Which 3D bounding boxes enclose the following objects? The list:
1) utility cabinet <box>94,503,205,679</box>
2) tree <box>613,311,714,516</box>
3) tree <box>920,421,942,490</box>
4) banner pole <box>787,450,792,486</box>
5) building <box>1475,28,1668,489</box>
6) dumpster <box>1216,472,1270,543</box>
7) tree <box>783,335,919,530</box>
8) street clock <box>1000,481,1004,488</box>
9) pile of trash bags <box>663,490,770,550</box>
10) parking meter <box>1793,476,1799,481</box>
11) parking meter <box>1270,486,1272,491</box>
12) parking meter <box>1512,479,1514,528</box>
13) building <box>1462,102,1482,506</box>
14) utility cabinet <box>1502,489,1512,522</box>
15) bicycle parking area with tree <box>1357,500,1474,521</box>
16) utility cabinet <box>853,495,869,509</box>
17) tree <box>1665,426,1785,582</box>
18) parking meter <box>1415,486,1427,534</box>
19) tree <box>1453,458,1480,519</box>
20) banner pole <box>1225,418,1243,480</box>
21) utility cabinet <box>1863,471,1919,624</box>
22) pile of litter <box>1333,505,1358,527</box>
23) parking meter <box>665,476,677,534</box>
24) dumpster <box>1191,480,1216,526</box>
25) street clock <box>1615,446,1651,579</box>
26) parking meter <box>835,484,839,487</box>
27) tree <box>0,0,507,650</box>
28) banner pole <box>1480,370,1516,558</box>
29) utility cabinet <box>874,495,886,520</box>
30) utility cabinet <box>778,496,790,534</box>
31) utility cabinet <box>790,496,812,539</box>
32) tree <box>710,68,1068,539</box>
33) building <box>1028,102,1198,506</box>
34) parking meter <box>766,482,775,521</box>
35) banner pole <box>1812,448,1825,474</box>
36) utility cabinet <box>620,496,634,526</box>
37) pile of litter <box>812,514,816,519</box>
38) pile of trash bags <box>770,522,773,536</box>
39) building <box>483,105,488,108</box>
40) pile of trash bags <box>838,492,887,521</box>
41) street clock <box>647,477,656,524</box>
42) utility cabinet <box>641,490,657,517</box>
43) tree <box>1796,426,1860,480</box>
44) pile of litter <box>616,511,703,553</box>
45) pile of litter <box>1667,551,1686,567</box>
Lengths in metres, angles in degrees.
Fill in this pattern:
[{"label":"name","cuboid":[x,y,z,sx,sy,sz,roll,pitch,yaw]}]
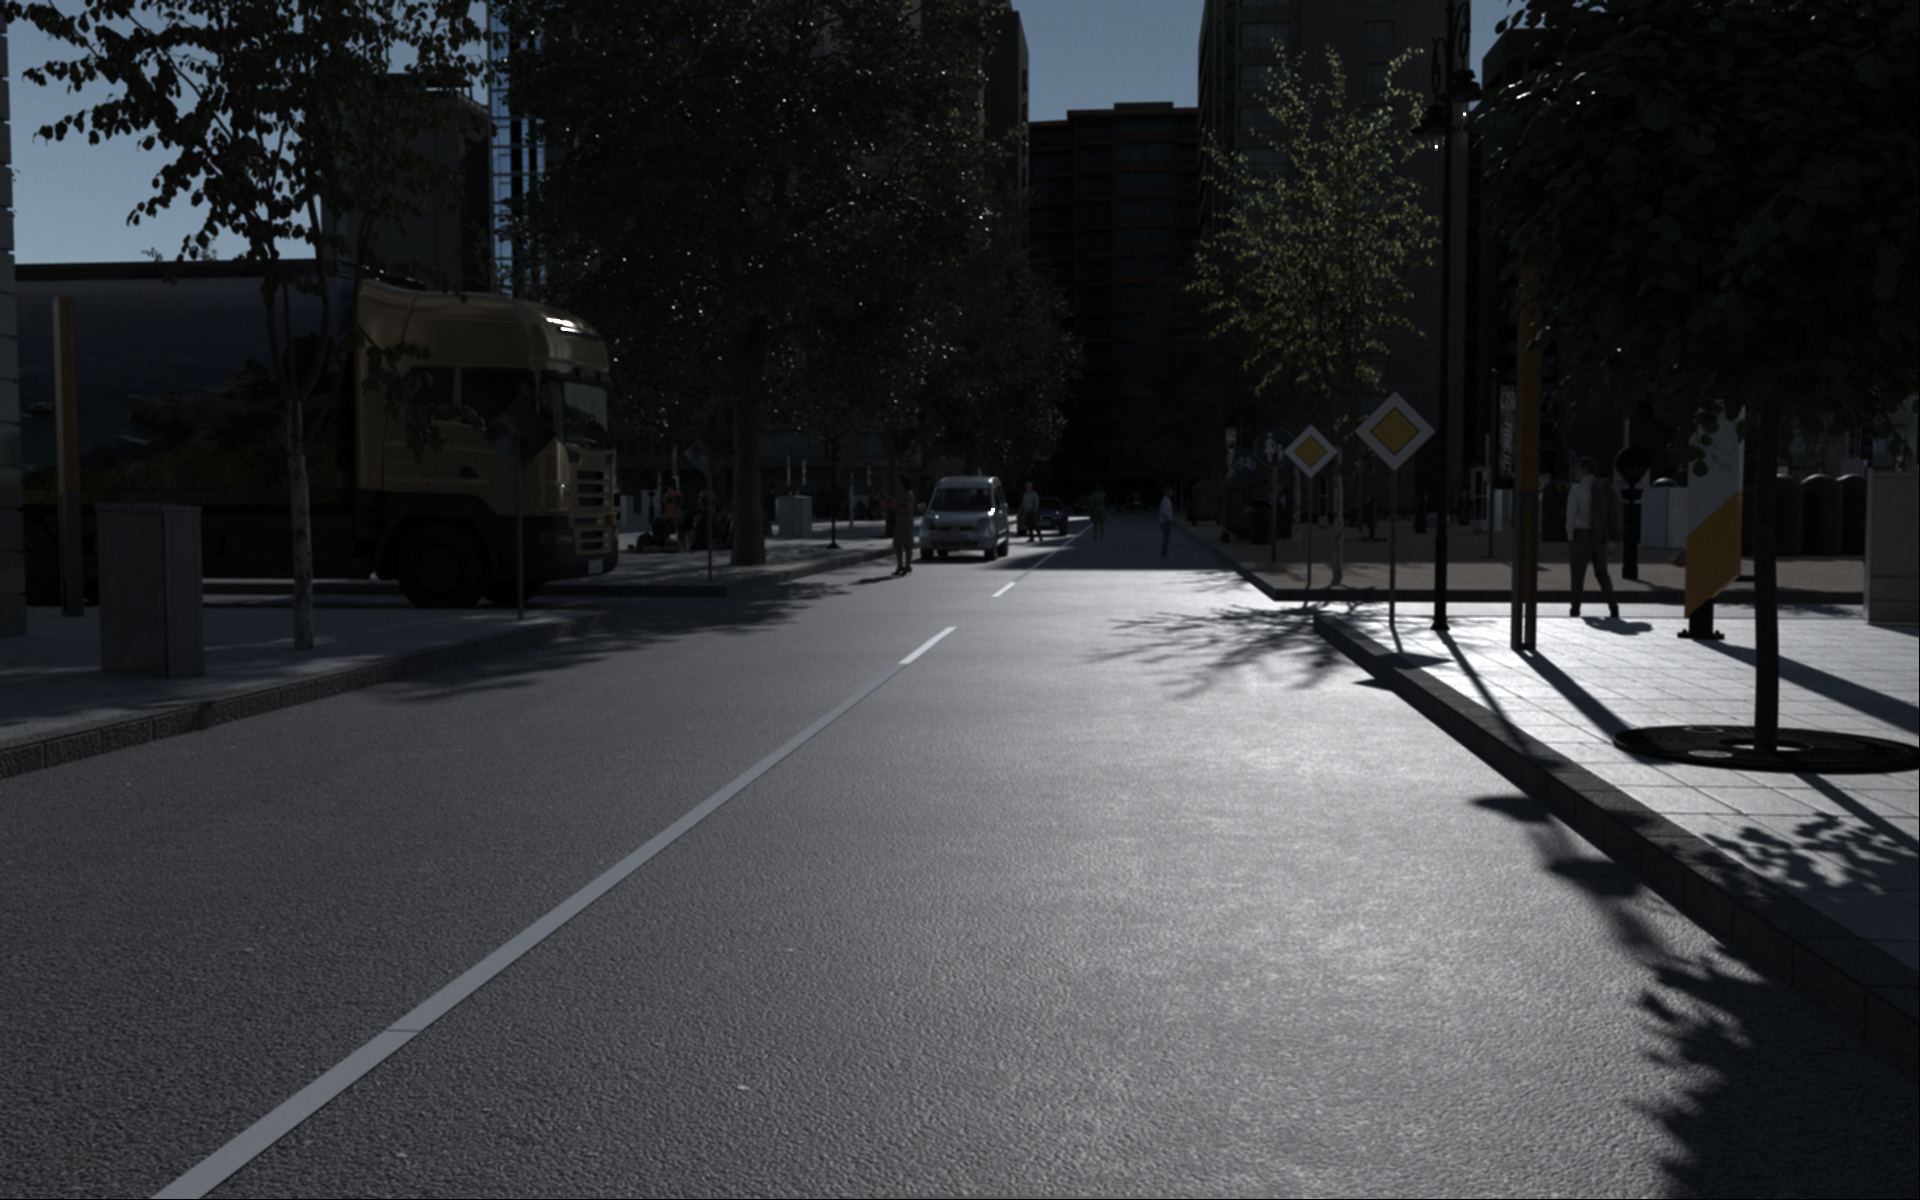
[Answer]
[{"label":"utility cabinet","cuboid":[-5.789,-0.075,12.389,1.020,1.237,0.306,3,5,40]},{"label":"tree","cuboid":[-11.035,-6.923,63.558,4.360,8.622,3.978,0,3,0]},{"label":"tree","cuboid":[-0.886,-8.916,96.138,4.737,8.622,4.395,0,3,0]},{"label":"banner pole","cuboid":[-9.696,-6.637,98.529,0.401,3.779,0.863,-1,4,-22]},{"label":"building","cuboid":[56.932,-31.266,161.313,14.200,45.320,14.600,0,4,6]},{"label":"dumpster","cuboid":[7.574,-2.466,46.082,1.264,1.857,1.865,0,4,6]},{"label":"tree","cuboid":[-4.077,-6.766,60.986,4.737,8.622,4.395,0,3,0]},{"label":"street clock","cuboid":[2.203,-5.456,93.781,0.358,2.002,0.471,-1,4,-11]},{"label":"pile of trash bags","cuboid":[-5.855,-1.930,41.307,1.912,1.369,3.447,-1,4,-16]},{"label":"parking meter","cuboid":[27.673,-3.176,57.637,0.255,1.863,0.399,-1,4,-9]},{"label":"parking meter","cuboid":[9.244,-2.584,50.651,0.372,1.533,0.369,0,3,0]},{"label":"parking meter","cuboid":[20.923,-3.631,65.076,0.255,1.863,0.399,3,4,36]},{"label":"building","cuboid":[62.983,-32.884,192.283,28.867,44.769,22.147,0,4,6]},{"label":"utility cabinet","cuboid":[24.916,-4.348,79.771,0.318,1.500,1.173,-2,4,-33]},{"label":"bicycle parking area with tree","cuboid":[23.187,-6.017,85.385,9.016,4.147,8.231,2,4,25]},{"label":"utility cabinet","cuboid":[-5.603,-5.232,96.711,1.020,1.237,0.306,2,4,28]},{"label":"tree","cuboid":[11.641,-1.915,25.918,1.663,3.219,1.824,0,3,0]},{"label":"parking meter","cuboid":[15.003,-2.934,56.380,0.372,1.533,0.369,0,3,0]},{"label":"tree","cuboid":[26.909,-5.880,90.744,1.663,3.219,1.824,0,3,0]},{"label":"banner pole","cuboid":[9.052,-4.103,57.093,0.863,3.779,0.401,-2,4,-30]},{"label":"utility cabinet","cuboid":[9.507,-0.503,16.896,1.173,1.500,0.318,1,4,17]},{"label":"pile of litter","cuboid":[15.192,-3.295,67.846,1.176,0.858,1.719,2,4,23]},{"label":"parking meter","cuboid":[-9.235,-3.040,55.422,0.399,1.863,0.255,-1,4,-8]},{"label":"dumpster","cuboid":[10.008,-3.936,70.105,1.264,1.857,1.865,0,4,6]},{"label":"street clock","cuboid":[10.166,-1.325,26.226,0.471,2.002,0.358,0,4,7]},{"label":"parking meter","cuboid":[-7.143,-5.728,99.368,0.399,1.863,0.255,-1,4,-11]},{"label":"tree","cuboid":[-5.404,-3.882,13.837,4.737,8.622,4.395,0,3,0]},{"label":"banner pole","cuboid":[10.953,-2.754,35.047,0.863,3.779,0.401,-2,4,-25]},{"label":"utility cabinet","cuboid":[-3.760,-4.601,86.390,1.020,1.237,0.306,0,4,4]},{"label":"utility cabinet","cuboid":[-5.370,-2.705,55.395,1.020,1.237,0.306,3,5,42]},{"label":"utility cabinet","cuboid":[-4.526,-2.372,49.949,0.306,1.237,1.020,1,4,10]},{"label":"tree","cuboid":[-1.991,-8.533,49.877,12.009,13.543,11.850,0,3,0]},{"label":"building","cuboid":[19.991,-33.154,196.690,28.867,44.769,22.147,0,4,6]},{"label":"parking meter","cuboid":[-9.097,-4.740,83.212,0.399,1.863,0.255,-3,5,-40]},{"label":"banner pole","cuboid":[46.061,-6.306,93.127,0.401,3.779,0.863,-3,5,-42]},{"label":"utility cabinet","cuboid":[-13.510,-3.617,70.298,0.306,1.237,1.020,-2,4,-25]},{"label":"pile of litter","cuboid":[-8.163,-4.685,90.563,1.719,0.858,1.176,-1,4,-22]},{"label":"pile of trash bags","cuboid":[-7.387,-2.577,51.890,3.447,1.369,1.912,-3,5,-44]},{"label":"building","cuboid":[-54.525,-33.610,199.642,14.200,45.320,14.600,0,4,6]},{"label":"pile of trash bags","cuboid":[-4.432,-4.539,83.965,1.912,1.369,3.447,-3,4,-37]},{"label":"street clock","cuboid":[-13.024,-4.193,73.122,0.358,2.002,0.471,-2,4,-34]},{"label":"utility cabinet","cuboid":[-17.205,-5.382,96.668,1.173,1.500,0.318,2,4,24]},{"label":"tree","cuboid":[39.205,-7.878,79.173,4.737,8.622,4.395,0,3,0]},{"label":"pile of litter","cuboid":[-6.517,-1.456,37.772,1.719,0.858,1.176,1,4,15]},{"label":"pile of litter","cuboid":[13.206,-1.037,30.917,1.719,0.858,1.176,-3,5,-42]}]
